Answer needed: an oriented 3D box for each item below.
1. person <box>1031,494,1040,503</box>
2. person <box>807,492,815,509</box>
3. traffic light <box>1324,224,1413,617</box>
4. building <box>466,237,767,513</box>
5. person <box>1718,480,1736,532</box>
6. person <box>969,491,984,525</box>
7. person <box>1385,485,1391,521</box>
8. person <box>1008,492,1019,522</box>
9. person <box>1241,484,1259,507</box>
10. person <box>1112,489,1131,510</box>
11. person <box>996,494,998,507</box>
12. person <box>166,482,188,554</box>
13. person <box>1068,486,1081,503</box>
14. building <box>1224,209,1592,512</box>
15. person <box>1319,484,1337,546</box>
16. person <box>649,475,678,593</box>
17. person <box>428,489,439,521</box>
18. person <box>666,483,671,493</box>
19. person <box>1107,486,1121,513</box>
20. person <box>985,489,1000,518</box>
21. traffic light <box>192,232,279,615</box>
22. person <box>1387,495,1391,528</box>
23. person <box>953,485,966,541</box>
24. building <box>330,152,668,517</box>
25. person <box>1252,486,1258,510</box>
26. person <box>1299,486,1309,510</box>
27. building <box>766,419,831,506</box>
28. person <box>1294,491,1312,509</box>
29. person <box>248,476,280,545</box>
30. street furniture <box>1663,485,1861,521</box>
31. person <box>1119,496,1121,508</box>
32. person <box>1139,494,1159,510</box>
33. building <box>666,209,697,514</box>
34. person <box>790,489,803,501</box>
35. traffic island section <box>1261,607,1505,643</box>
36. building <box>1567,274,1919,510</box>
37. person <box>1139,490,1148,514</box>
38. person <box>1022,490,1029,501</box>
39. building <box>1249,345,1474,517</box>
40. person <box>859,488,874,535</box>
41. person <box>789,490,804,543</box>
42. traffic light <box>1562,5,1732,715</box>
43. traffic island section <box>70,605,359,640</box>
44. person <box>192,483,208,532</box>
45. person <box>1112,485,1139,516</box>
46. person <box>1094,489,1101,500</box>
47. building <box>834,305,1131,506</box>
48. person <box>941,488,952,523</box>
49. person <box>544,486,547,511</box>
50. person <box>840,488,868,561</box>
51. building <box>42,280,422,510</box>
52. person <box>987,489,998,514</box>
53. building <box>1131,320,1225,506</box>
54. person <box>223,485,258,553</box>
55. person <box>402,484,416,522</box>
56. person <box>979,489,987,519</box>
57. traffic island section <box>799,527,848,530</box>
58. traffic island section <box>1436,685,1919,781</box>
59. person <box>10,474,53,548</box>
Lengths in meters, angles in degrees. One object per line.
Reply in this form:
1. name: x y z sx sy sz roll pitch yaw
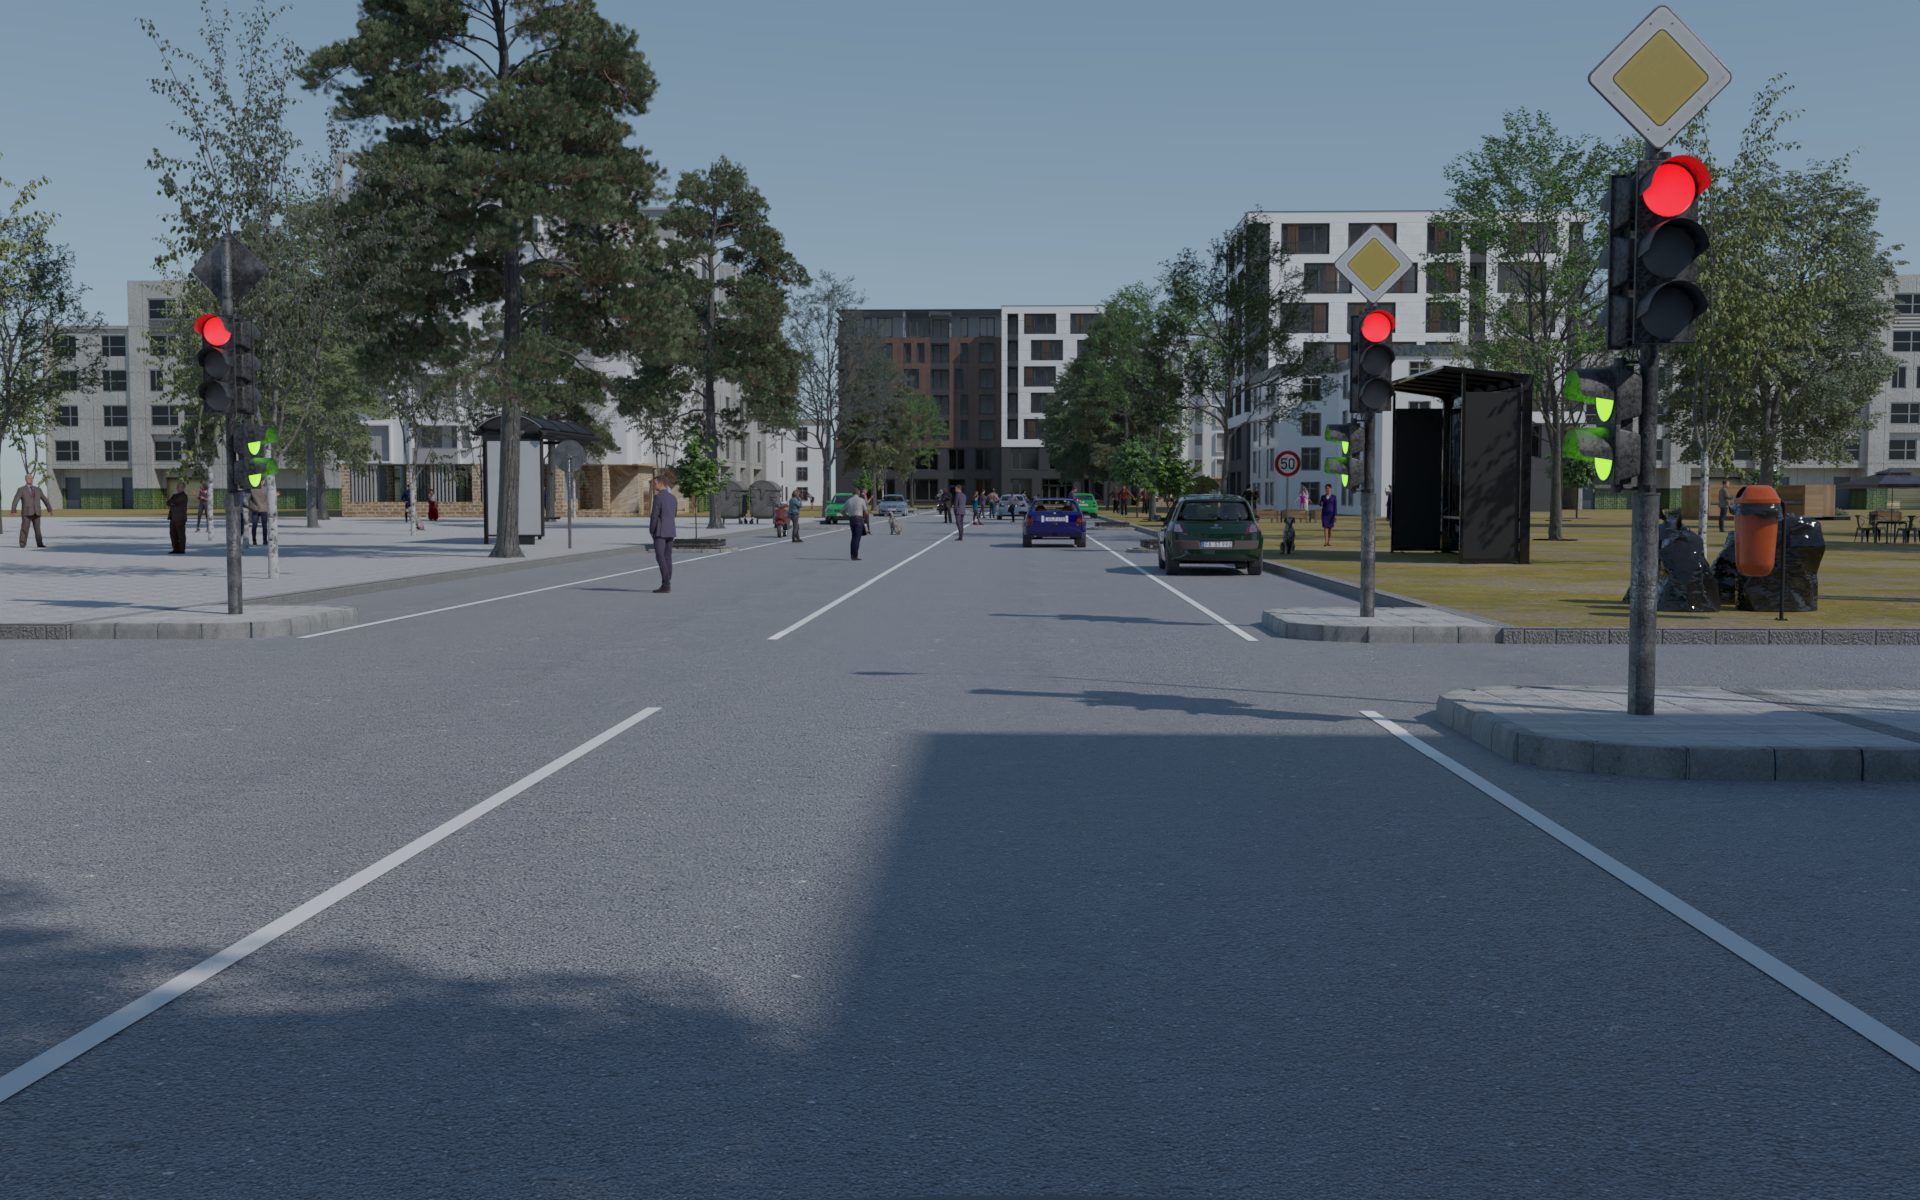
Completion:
1. person: 6.594 -8.526 151.092 0.799 1.438 0.628 -2 4 -31
2. person: -13.045 -8.679 151.176 0.697 1.427 0.421 0 4 4
3. traffic light: 4.234 -1.757 17.976 0.839 4.213 0.868 0 4 2
4. building: -25.649 -16.364 134.011 16.747 18.905 31.486 0 4 2
5. person: 25.763 -3.144 57.974 0.750 1.759 0.617 2 4 25
6. person: 0.760 -4.261 80.041 0.662 1.594 0.647 -1 4 -15
7. person: 20.097 -4.528 80.875 0.445 1.727 0.742 2 4 31
8. person: 2.693 -4.699 87.535 0.614 1.554 0.590 2 4 30
9. person: 17.105 -5.924 102.527 0.705 1.869 1.348 -3 5 -39
10. person: 11.867 -7.261 125.490 1.217 1.736 0.721 2 4 29
11. person: 3.649 -9.555 167.945 0.599 1.433 0.991 2 4 24
12. person: -16.761 -1.762 37.122 0.482 1.546 0.388 3 4 37
13. person: 5.079 -4.137 76.588 0.568 1.767 0.683 -1 4 -10
14. building: 35.274 -18.177 141.166 27.936 21.610 32.646 0 4 2
15. person: 9.058 -2.091 42.594 0.453 1.535 0.546 0 4 0
16. person: -4.327 -0.970 25.277 0.530 1.710 0.541 3 5 40
17. person: -25.269 -4.557 83.014 0.387 1.526 0.523 3 4 38
18. person: -13.898 -4.623 81.493 0.599 1.838 0.709 -1 4 -14
19. person: 10.573 -6.802 117.400 1.348 1.807 0.705 2 4 27
20. person: 1.939 -5.719 102.716 1.217 1.736 0.721 2 4 30
21. traffic light: -7.721 -1.782 18.376 0.839 4.213 0.868 0 4 2
22. person: 10.642 -2.067 42.214 0.453 1.535 0.546 1 4 12
23. person: -0.009 -2.692 53.435 0.541 1.710 0.530 -3 5 -43
24. building: -26.327 -14.930 100.522 16.016 20.091 11.380 0 4 2
25. person: 18.040 -6.109 106.448 0.721 1.766 1.217 -1 4 -16
26. person: 19.240 -5.521 96.977 0.551 1.740 0.621 0 4 -7
27. building: -28.781 -15.417 194.208 28.070 9.664 9.099 0 4 2
28. person: 18.902 -5.270 95.430 0.991 1.433 0.599 0 4 -5
29. person: -17.673 -2.285 43.938 0.617 1.759 0.750 0 4 6
30. street furniture: 40.505 -4.914 87.200 9.812 1.723 11.010 -1 4 -19
31. person: 13.336 -8.314 145.217 0.697 1.427 0.421 -2 4 -33
32. person: 14.949 -7.896 135.244 1.348 1.812 0.705 -1 4 -14
33. building: -25.510 -15.666 112.563 16.016 20.091 11.380 0 4 2
34. person: -14.792 -9.184 156.927 1.217 1.743 0.721 -2 4 -28
35. traffic island section: 4.273 0.256 18.087 2.009 0.180 2.903 0 4 2
36. building: 66.396 -17.238 148.300 31.486 18.905 16.747 0 4 2
37. person: 11.725 -6.337 109.622 1.348 1.831 0.705 -1 4 -13
38. person: 4.599 -6.915 122.288 0.721 1.735 1.217 1 4 23
39. building: 24.977 -10.361 111.548 9.099 9.664 28.070 0 4 2
40. person: -3.329 -3.128 61.108 0.593 1.643 0.415 0 4 1
41. person: -4.801 -2.438 50.571 0.429 1.552 0.499 0 4 2
42. traffic light: 3.955 -1.269 9.996 0.839 4.213 0.868 0 4 2
43. traffic island section: -7.760 0.231 18.511 2.009 0.180 2.903 0 4 2
44. person: -25.371 -3.085 57.960 0.593 1.643 0.415 -2 4 -31
45. person: 9.489 -5.761 100.206 1.348 1.831 0.705 1 4 15
46. person: 12.466 -9.369 159.901 1.217 1.739 0.721 2 4 31
47. building: 2.792 -21.877 201.670 32.646 21.610 27.936 0 4 2
48. person: -0.660 -4.659 85.365 0.565 1.739 0.600 0 4 -4
49. person: -21.070 -4.935 87.439 0.576 1.737 0.504 1 4 13
50. person: -2.300 -1.644 37.585 0.614 1.554 0.590 1 4 19
51. building: -60.112 -17.447 151.722 31.486 18.905 16.747 0 4 2
52. person: 2.401 -7.140 125.317 0.705 1.814 1.350 -2 4 -34
53. building: 25.149 -20.693 194.742 11.380 20.091 16.016 0 4 2
54. person: -15.620 -1.796 37.375 0.435 1.587 0.963 1 4 17
55. person: -24.988 -4.397 78.635 0.576 1.737 0.504 -3 5 -43
56. person: 1.329 -5.624 101.364 0.530 1.710 0.541 0 4 3
57. traffic island section: -5.613 -2.919 70.589 1.991 0.108 1.994 0 4 2
58. traffic island section: 3.995 0.745 10.107 2.009 0.180 2.903 0 4 2
59. person: -22.183 -2.130 41.418 0.434 1.755 0.990 3 5 41
